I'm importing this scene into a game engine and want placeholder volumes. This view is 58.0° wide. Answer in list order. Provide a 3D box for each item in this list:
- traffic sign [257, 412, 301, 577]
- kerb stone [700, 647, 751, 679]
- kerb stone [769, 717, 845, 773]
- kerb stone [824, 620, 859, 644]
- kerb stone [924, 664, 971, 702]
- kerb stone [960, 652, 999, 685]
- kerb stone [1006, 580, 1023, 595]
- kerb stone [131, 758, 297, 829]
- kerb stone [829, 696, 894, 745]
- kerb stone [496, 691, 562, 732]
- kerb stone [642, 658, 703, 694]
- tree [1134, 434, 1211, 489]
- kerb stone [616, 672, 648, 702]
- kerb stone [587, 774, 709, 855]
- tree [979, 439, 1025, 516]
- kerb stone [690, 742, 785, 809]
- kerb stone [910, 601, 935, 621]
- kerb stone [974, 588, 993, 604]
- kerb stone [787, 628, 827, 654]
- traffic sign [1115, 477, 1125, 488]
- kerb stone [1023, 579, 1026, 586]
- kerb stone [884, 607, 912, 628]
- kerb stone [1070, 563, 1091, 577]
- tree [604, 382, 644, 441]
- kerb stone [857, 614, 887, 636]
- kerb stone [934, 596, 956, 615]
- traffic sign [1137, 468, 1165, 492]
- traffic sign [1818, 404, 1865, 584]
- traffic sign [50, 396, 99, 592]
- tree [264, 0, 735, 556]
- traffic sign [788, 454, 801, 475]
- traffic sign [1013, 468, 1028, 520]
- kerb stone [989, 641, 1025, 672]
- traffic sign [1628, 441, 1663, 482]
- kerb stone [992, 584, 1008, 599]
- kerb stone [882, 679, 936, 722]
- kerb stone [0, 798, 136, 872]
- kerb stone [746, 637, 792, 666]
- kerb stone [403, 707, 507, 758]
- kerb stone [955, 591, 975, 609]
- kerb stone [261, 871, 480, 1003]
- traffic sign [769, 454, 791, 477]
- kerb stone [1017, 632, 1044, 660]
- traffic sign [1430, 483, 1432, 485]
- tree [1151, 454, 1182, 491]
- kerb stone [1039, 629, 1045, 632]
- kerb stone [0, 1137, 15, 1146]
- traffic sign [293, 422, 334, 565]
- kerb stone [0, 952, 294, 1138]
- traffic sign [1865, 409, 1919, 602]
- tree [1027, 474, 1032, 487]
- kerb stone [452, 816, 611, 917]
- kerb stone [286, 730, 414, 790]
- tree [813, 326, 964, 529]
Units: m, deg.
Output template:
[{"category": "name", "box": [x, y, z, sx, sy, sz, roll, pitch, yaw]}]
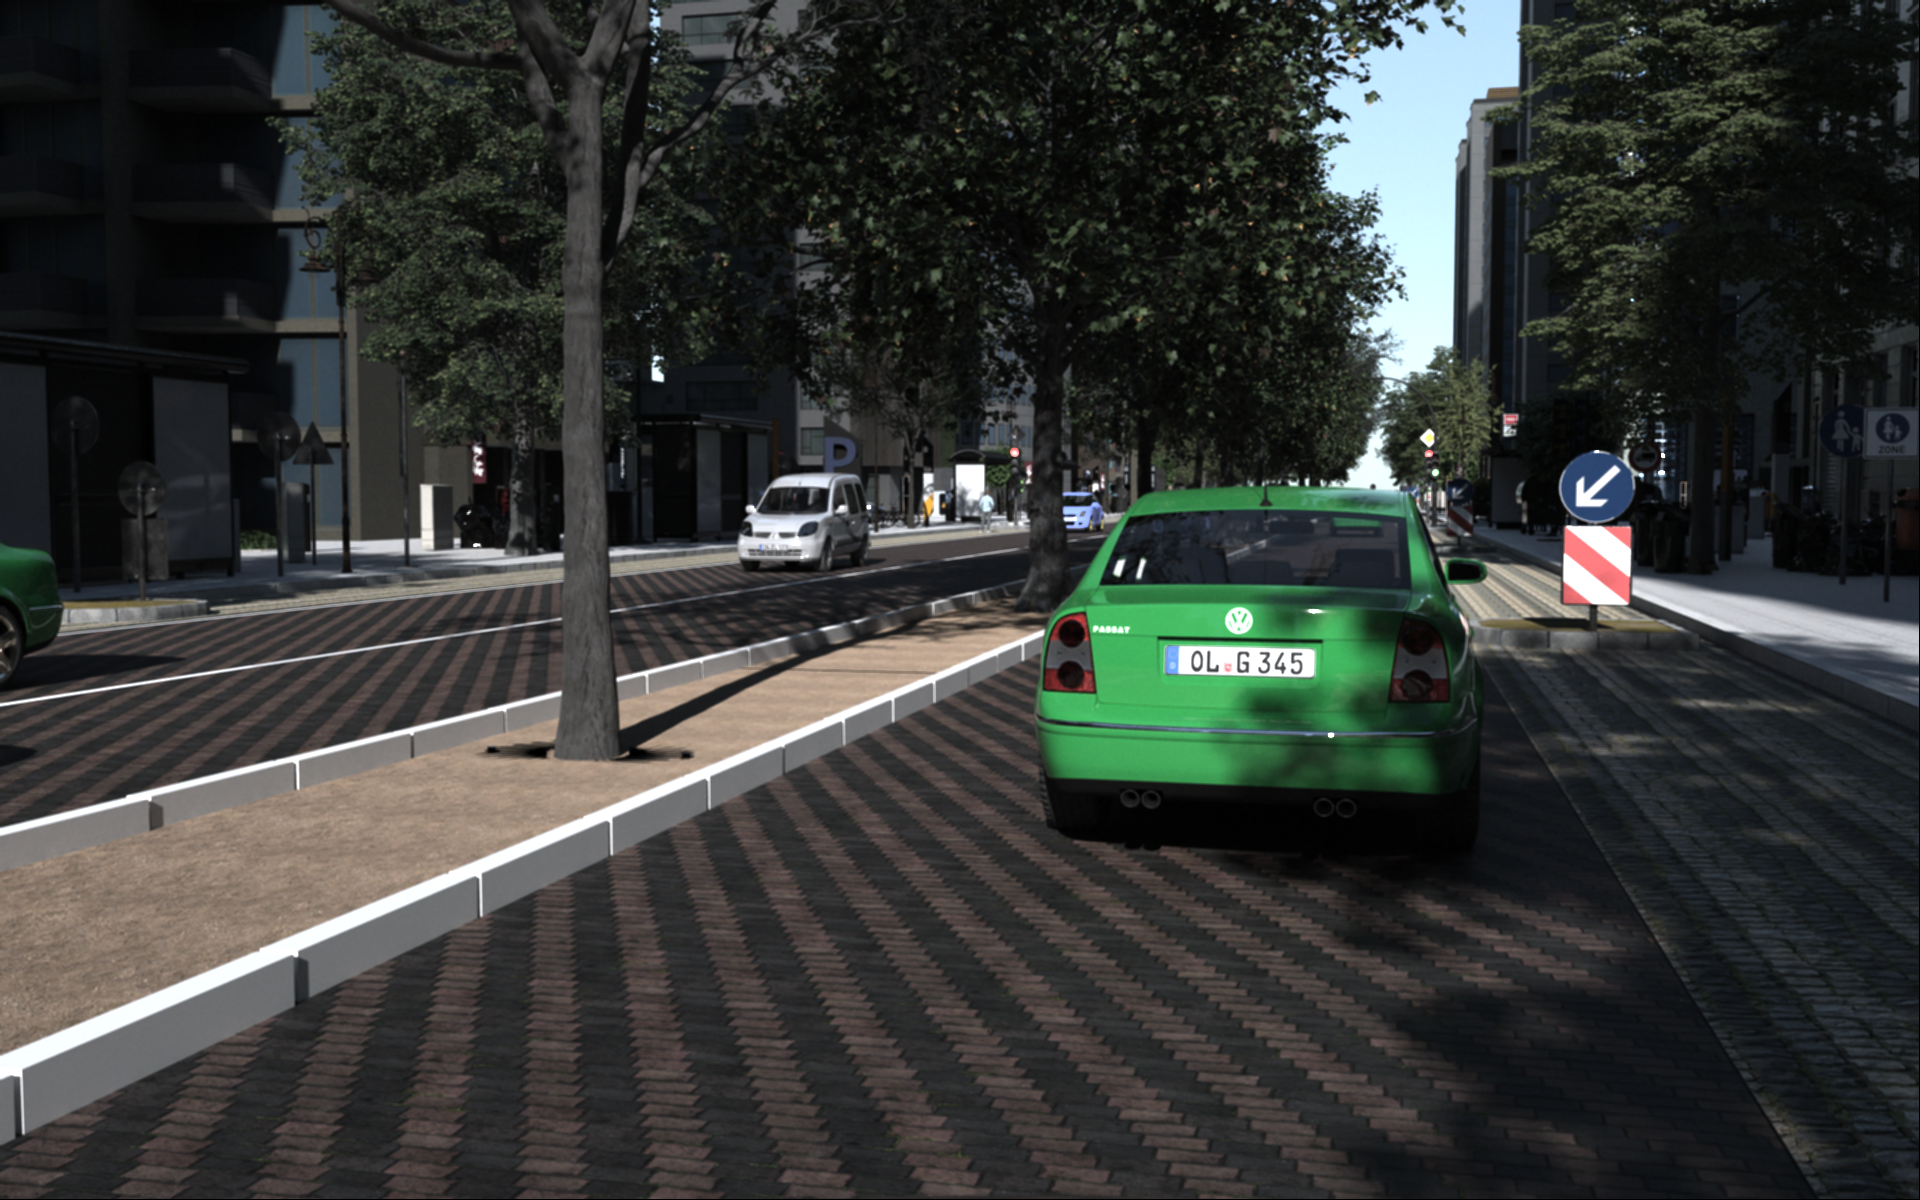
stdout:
[{"category": "traffic sign", "box": [-10.575, -1.638, 26.888, 0.768, 2.556, 0.104, 1, 4, 14]}, {"category": "kerb stone", "box": [-1.924, 0.513, 13.819, 0.120, 0.150, 1.000, 1, 4, 13]}, {"category": "kerb stone", "box": [-0.843, 0.787, 9.365, 0.120, 0.150, 1.000, 1, 4, 13]}, {"category": "kerb stone", "box": [-1.211, 0.329, 16.816, 0.120, 0.150, 1.000, 1, 4, 13]}, {"category": "kerb stone", "box": [-0.114, 0.601, 12.363, 0.120, 0.150, 1.000, 1, 4, 13]}, {"category": "kerb stone", "box": [0.119, 0.541, 13.358, 0.120, 0.150, 1.000, 1, 4, 13]}, {"category": "kerb stone", "box": [0.704, -0.158, 24.787, 0.120, 0.150, 1.000, 1, 4, 13]}, {"category": "kerb stone", "box": [-3.370, 0.878, 7.841, 0.120, 0.150, 1.000, 1, 4, 13]}, {"category": "kerb stone", "box": [-0.601, 0.724, 10.367, 0.120, 0.150, 1.000, 1, 4, 13]}, {"category": "kerb stone", "box": [-2.649, 0.695, 10.830, 0.120, 0.150, 1.000, 1, 4, 13]}, {"category": "kerb stone", "box": [-2.164, 0.574, 12.818, 0.120, 0.150, 1.000, 1, 4, 13]}, {"category": "tree", "box": [17.791, -14.099, 148.653, 7.486, 12.596, 7.792, 0, 3, 0]}, {"category": "kerb stone", "box": [-2.408, 0.634, 11.824, 0.120, 0.150, 1.000, 1, 4, 13]}, {"category": "kerb stone", "box": [-1.320, 0.907, 7.361, 0.120, 0.150, 1.000, 1, 4, 13]}, {"category": "tree", "box": [2.476, -7.334, 103.616, 4.285, 4.588, 4.351, 0, 3, 0]}, {"category": "kerb stone", "box": [-1.078, 0.846, 8.362, 0.120, 0.150, 1.000, 1, 4, 13]}, {"category": "kerb stone", "box": [-0.496, 0.147, 19.800, 0.120, 0.150, 1.000, 1, 4, 13]}, {"category": "kerb stone", "box": [0.235, -0.037, 22.797, 0.120, 0.150, 1.000, 1, 4, 13]}, {"category": "kerb stone", "box": [-1.445, 0.390, 15.817, 0.120, 0.150, 1.000, 1, 4, 13]}, {"category": "traffic sign", "box": [11.638, -7.717, 126.273, 0.768, 2.556, 0.104, 1, 4, 20]}, {"category": "kerb stone", "box": [0.952, -0.218, 25.779, 0.120, 0.150, 1.000, 1, 4, 13]}, {"category": "kerb stone", "box": [-0.732, 0.213, 18.803, 0.120, 0.150, 1.000, 1, 4, 13]}, {"category": "kerb stone", "box": [2.149, -0.520, 30.788, 0.120, 0.150, 1.000, 1, 4, 13]}, {"category": "tree", "box": [-19.951, -9.015, 97.754, 4.737, 8.622, 4.395, 0, 3, 0]}, {"category": "kerb stone", "box": [-0.969, 0.275, 17.809, 0.120, 0.150, 1.000, 1, 4, 13]}, {"category": "kerb stone", "box": [-0.249, 0.091, 20.792, 0.120, 0.150, 1.000, 1, 4, 13]}, {"category": "traffic sign", "box": [15.052, -8.737, 136.716, 2.265, 3.308, 0.079, 1, 4, 18]}, {"category": "traffic sign", "box": [12.552, -1.495, 24.555, 0.768, 2.556, 0.104, 1, 4, 16]}, {"category": "traffic sign", "box": [-11.527, -1.372, 22.538, 0.768, 2.556, 0.104, 1, 4, 16]}, {"category": "tree", "box": [-9.226, -7.919, 36.123, 9.857, 13.997, 8.962, 0, 3, 0]}, {"category": "traffic sign", "box": [-5.512, -3.479, 56.886, 0.884, 2.594, 0.081, 1, 4, 19]}, {"category": "traffic sign", "box": [2.940, -5.189, 84.952, 0.768, 2.556, 0.104, 1, 4, 19]}, {"category": "kerb stone", "box": [0.358, 0.479, 14.364, 0.120, 0.150, 1.000, 1, 4, 13]}, {"category": "traffic sign", "box": [16.460, -2.541, 41.649, 0.768, 2.556, 0.104, 1, 4, 23]}, {"category": "kerb stone", "box": [0.468, -0.090, 23.793, 0.120, 0.150, 1.000, 1, 4, 13]}, {"category": "kerb stone", "box": [-0.358, 0.663, 11.360, 0.120, 0.150, 1.000, 1, 4, 13]}, {"category": "kerb stone", "box": [-3.598, 0.943, 6.840, 0.120, 0.150, 1.000, 1, 4, 13]}, {"category": "kerb stone", "box": [-1.680, 0.451, 14.822, 0.120, 0.150, 1.000, 1, 4, 13]}, {"category": "kerb stone", "box": [-2.888, 0.758, 9.836, 0.120, 0.150, 1.000, 1, 4, 13]}, {"category": "kerb stone", "box": [-0.010, 0.025, 21.793, 0.120, 0.150, 1.000, 1, 4, 13]}, {"category": "kerb stone", "box": [-1.804, 1.032, 5.373, 0.120, 0.150, 1.000, 1, 4, 13]}, {"category": "traffic sign", "box": [-5.803, -3.392, 55.571, 0.768, 2.556, 0.104, 1, 4, 17]}, {"category": "kerb stone", "box": [0.603, 0.421, 15.356, 0.120, 0.150, 1.000, 1, 4, 13]}, {"category": "traffic sign", "box": [33.604, -7.515, 122.968, 0.768, 2.556, 0.104, 1, 4, 22]}, {"category": "tree", "box": [16.435, -9.661, 141.665, 4.285, 4.588, 4.351, 0, 3, 0]}, {"category": "kerb stone", "box": [0.844, 0.358, 16.350, 0.120, 0.150, 1.000, 1, 4, 13]}, {"category": "kerb stone", "box": [-2.275, 1.156, 3.374, 0.120, 0.150, 1.000, 1, 4, 13]}, {"category": "traffic sign", "box": [-11.656, -1.908, 31.196, 0.884, 2.594, 0.081, 1, 4, 18]}, {"category": "kerb stone", "box": [-2.035, 1.092, 4.368, 0.120, 0.150, 1.000, 1, 4, 13]}, {"category": "traffic sign", "box": [11.021, -1.126, 20.540, 0.606, 2.300, 0.079, 1, 4, 17]}, {"category": "tree", "box": [4.413, -5.698, 87.763, 1.663, 3.219, 1.824, 0, 3, 0]}, {"category": "kerb stone", "box": [-1.563, 0.970, 6.366, 0.120, 0.150, 1.000, 1, 4, 13]}, {"category": "kerb stone", "box": [-3.125, 0.818, 8.834, 0.120, 0.150, 1.000, 1, 4, 13]}, {"category": "tree", "box": [-1.985, -7.900, 63.584, 8.767, 10.594, 7.601, 2, 4, 24]}]
